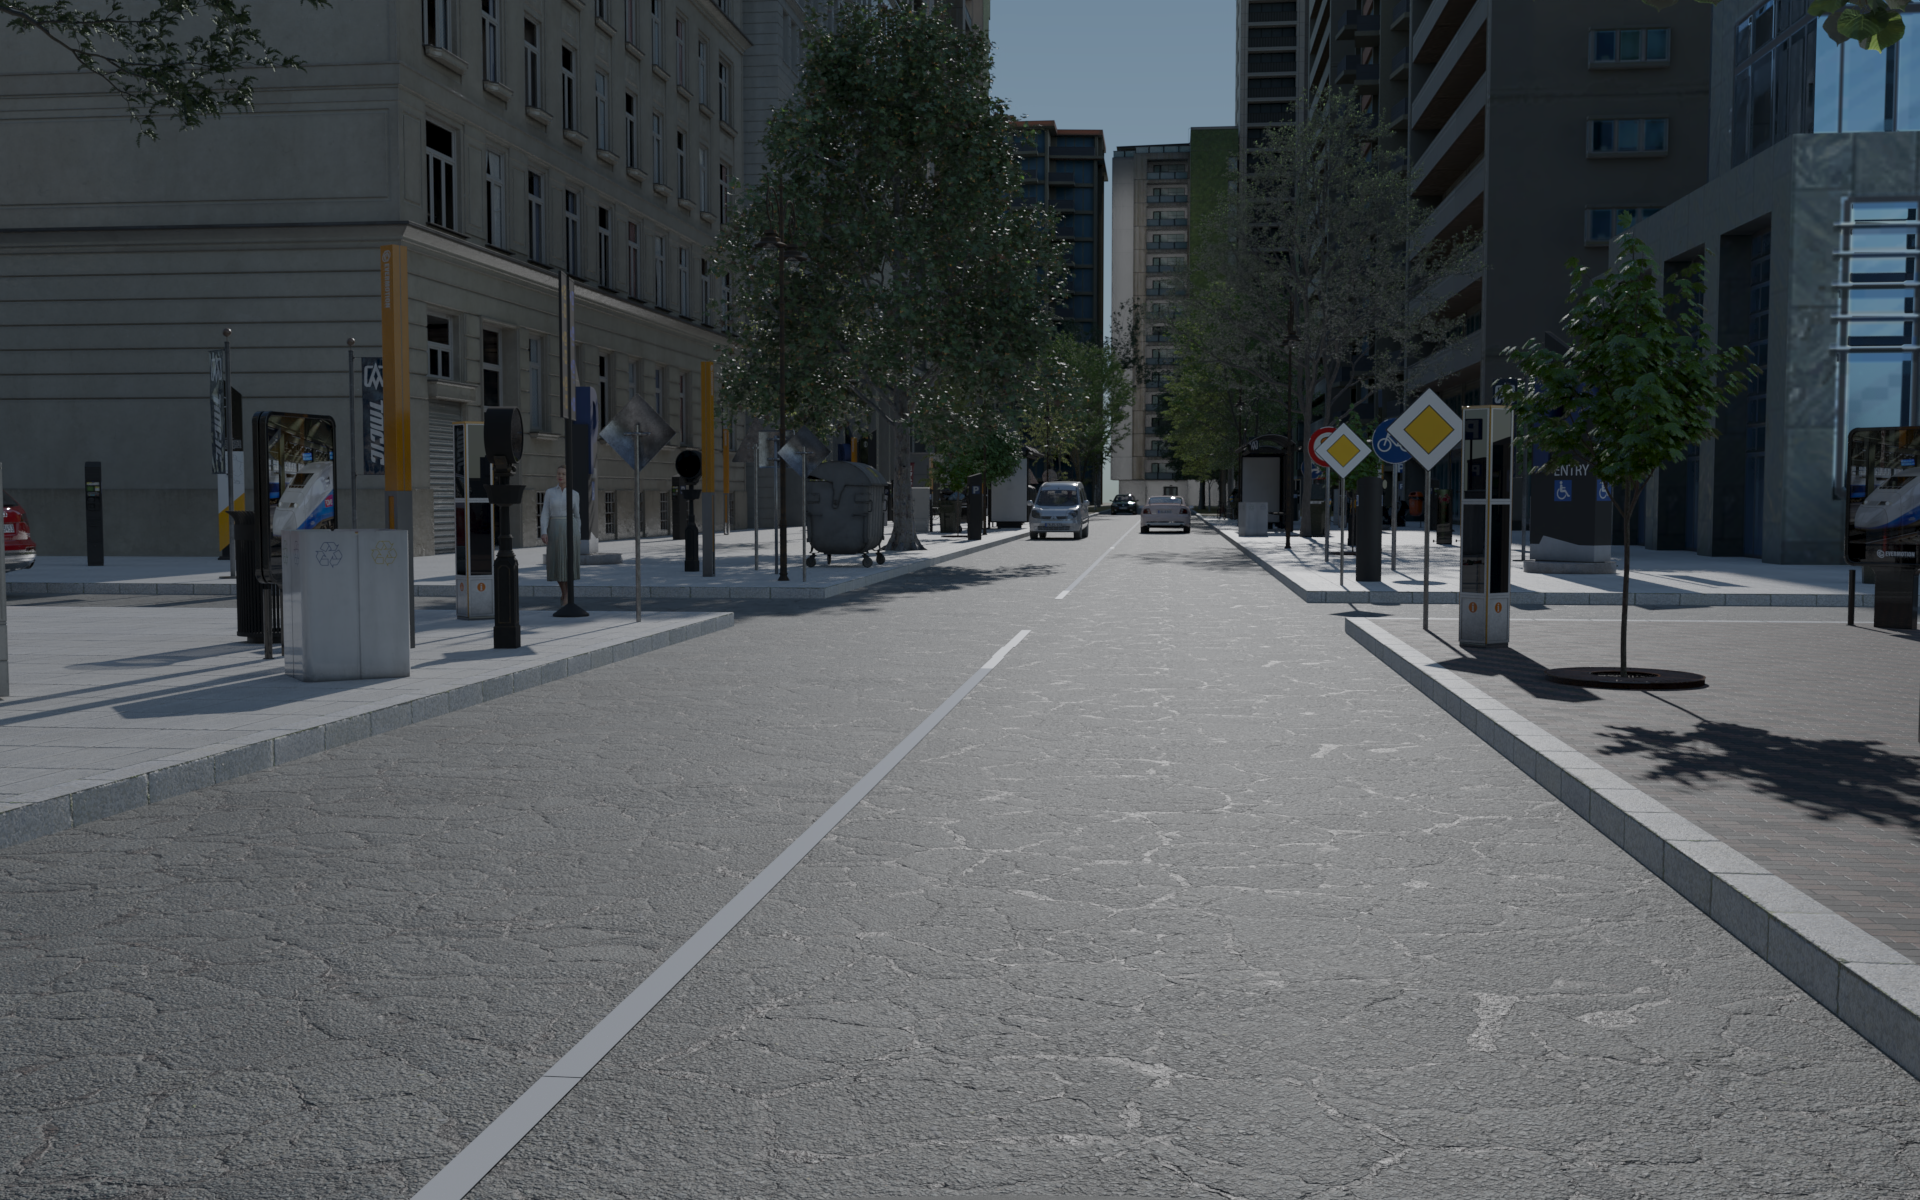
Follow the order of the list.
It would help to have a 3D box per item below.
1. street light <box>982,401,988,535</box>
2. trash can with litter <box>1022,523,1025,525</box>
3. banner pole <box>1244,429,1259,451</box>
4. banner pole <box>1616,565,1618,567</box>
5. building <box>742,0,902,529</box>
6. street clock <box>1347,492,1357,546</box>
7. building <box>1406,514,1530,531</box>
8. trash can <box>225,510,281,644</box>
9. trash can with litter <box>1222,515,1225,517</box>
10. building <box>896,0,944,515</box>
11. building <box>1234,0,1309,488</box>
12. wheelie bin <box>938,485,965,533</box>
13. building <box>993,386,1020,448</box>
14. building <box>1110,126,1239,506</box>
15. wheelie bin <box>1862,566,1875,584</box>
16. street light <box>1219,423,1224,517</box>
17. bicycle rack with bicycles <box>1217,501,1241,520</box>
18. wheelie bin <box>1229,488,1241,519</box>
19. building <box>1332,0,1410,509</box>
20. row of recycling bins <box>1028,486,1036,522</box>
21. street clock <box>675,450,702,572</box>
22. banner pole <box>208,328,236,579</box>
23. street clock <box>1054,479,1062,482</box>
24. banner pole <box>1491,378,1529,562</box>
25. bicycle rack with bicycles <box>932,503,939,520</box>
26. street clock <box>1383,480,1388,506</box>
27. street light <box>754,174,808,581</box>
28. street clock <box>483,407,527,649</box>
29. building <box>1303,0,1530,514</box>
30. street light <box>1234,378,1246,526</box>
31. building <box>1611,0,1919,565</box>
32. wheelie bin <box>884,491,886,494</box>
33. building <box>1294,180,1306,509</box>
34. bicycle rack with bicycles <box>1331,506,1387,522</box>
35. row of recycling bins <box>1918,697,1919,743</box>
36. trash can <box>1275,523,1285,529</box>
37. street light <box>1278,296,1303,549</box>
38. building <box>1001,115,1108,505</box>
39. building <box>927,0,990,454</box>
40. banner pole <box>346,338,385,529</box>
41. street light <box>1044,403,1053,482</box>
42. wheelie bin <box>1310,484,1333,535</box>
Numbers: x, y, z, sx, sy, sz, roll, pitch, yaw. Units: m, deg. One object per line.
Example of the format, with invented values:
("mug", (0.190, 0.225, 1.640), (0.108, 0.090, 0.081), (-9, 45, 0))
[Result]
("street light", (0.776, -4.970, 54.045), (0.468, 5.910, 1.993), (0, 4, 7))
("trash can with litter", (2.252, -3.674, 71.451), (0.624, 1.170, 1.055), (-3, 5, -43))
("banner pole", (11.154, -4.687, 66.652), (0.863, 3.779, 0.401), (3, 5, 43))
("banner pole", (11.610, -2.469, 30.378), (0.863, 3.779, 0.401), (3, 5, 40))
("building", (-10.200, -18.396, 78.273), (11.434, 29.767, 29.804), (0, 4, 7))
("street clock", (9.721, -2.340, 42.827), (0.471, 2.002, 0.358), (-2, 4, -26))
("building", (30.134, -27.199, 68.408), (21.300, 48.544, 21.600), (0, 4, 7))
("trash can", (-5.964, -0.207, 15.044), (0.748, 1.137, 0.748), (0, 3, 0))
("trash can with litter", (15.148, -5.132, 94.966), (1.678, 1.210, 2.233), (-3, 5, -43))
("building", (-10.663, -41.140, 110.885), (20.563, 71.187, 20.611), (0, 4, 7))
("building", (41.790, -46.381, 196.574), (20.611, 71.187, 20.563), (0, 4, 7))
("wheelie bin", (-0.301, -3.009, 57.106), (0.980, 1.594, 0.693), (2, 4, 23))
("building", (-10.918, -51.660, 157.309), (31.000, 86.520, 22.319), (0, 4, 7))
("building", (24.177, -31.359, 196.319), (14.086, 41.232, 14.154), (0, 4, 7))
("wheelie bin", (13.227, -1.029, 24.737), (0.693, 1.594, 0.980), (3, 5, 45))
("street light", (14.750, -7.647, 97.813), (0.468, 5.910, 1.993), (0, 4, 7))
("bicycle rack with bicycles", (14.100, -4.438, 85.936), (2.852, 0.926, 2.925), (0, 4, -1))
("wheelie bin", (14.104, -4.889, 87.845), (0.693, 1.594, 0.980), (3, 5, 43))
("building", (36.386, -28.094, 113.963), (22.147, 44.769, 28.867), (0, 4, 7))
("row of recycling bins", (3.069, -4.556, 81.607), (1.069, 1.692, 3.534), (0, 4, 5))
("street clock", (-4.432, -1.469, 28.589), (0.471, 2.002, 0.358), (1, 4, 18))
("banner pole", (-11.236, -2.226, 26.413), (0.863, 3.779, 0.401), (3, 5, 43))
("street clock", (4.826, -4.921, 85.023), (0.471, 2.002, 0.358), (-2, 4, -31))
("banner pole", (10.525, -2.628, 32.990), (0.863, 3.779, 0.401), (2, 4, 25))
("bicycle rack with bicycles", (-1.839, -4.410, 85.490), (2.925, 0.926, 2.852), (-1, 4, -17))
("street clock", (21.123, -5.010, 86.486), (0.471, 2.002, 0.358), (-3, 5, -44))
("street light", (-2.611, -3.221, 25.453), (0.468, 5.910, 1.993), (0, 4, 7))
("street clock", (-3.776, -0.600, 14.388), (0.358, 2.002, 0.471), (0, 4, -2))
("building", (39.444, -31.508, 138.849), (21.300, 48.544, 21.600), (0, 4, 7))
("street light", (11.158, -5.889, 69.070), (0.468, 5.910, 1.993), (0, 4, 7))
("building", (31.591, -44.361, 37.979), (31.000, 86.520, 22.319), (0, 4, 7))
("wheelie bin", (-3.719, -4.218, 76.876), (0.693, 1.594, 0.980), (-3, 5, -41))
("building", (37.433, -23.602, 157.589), (14.160, 30.474, 14.107), (0, 4, 7))
("bicycle rack with bicycles", (18.271, -3.977, 78.411), (2.925, 0.926, 2.852), (1, 4, 18))
("row of recycling bins", (5.399, -0.005, 7.200), (1.069, 1.692, 3.534), (0, 4, -6))
("trash can", (12.039, -3.229, 64.442), (0.748, 1.137, 0.748), (0, 3, 0))
("street light", (7.734, -4.152, 40.671), (0.468, 5.910, 1.993), (0, 4, 7))
("building", (2.613, -33.562, 203.360), (28.867, 44.769, 22.147), (0, 4, 7))
("building", (-5.439, -27.224, 128.703), (14.154, 41.232, 14.086), (0, 4, 7))
("banner pole", (-9.530, -2.315, 27.871), (0.863, 3.779, 0.401), (0, 4, -4))
("street light", (4.155, -6.690, 82.176), (0.468, 5.910, 1.993), (0, 4, 7))
("wheelie bin", (11.149, -2.811, 53.872), (0.980, 1.594, 0.693), (3, 4, 37))
